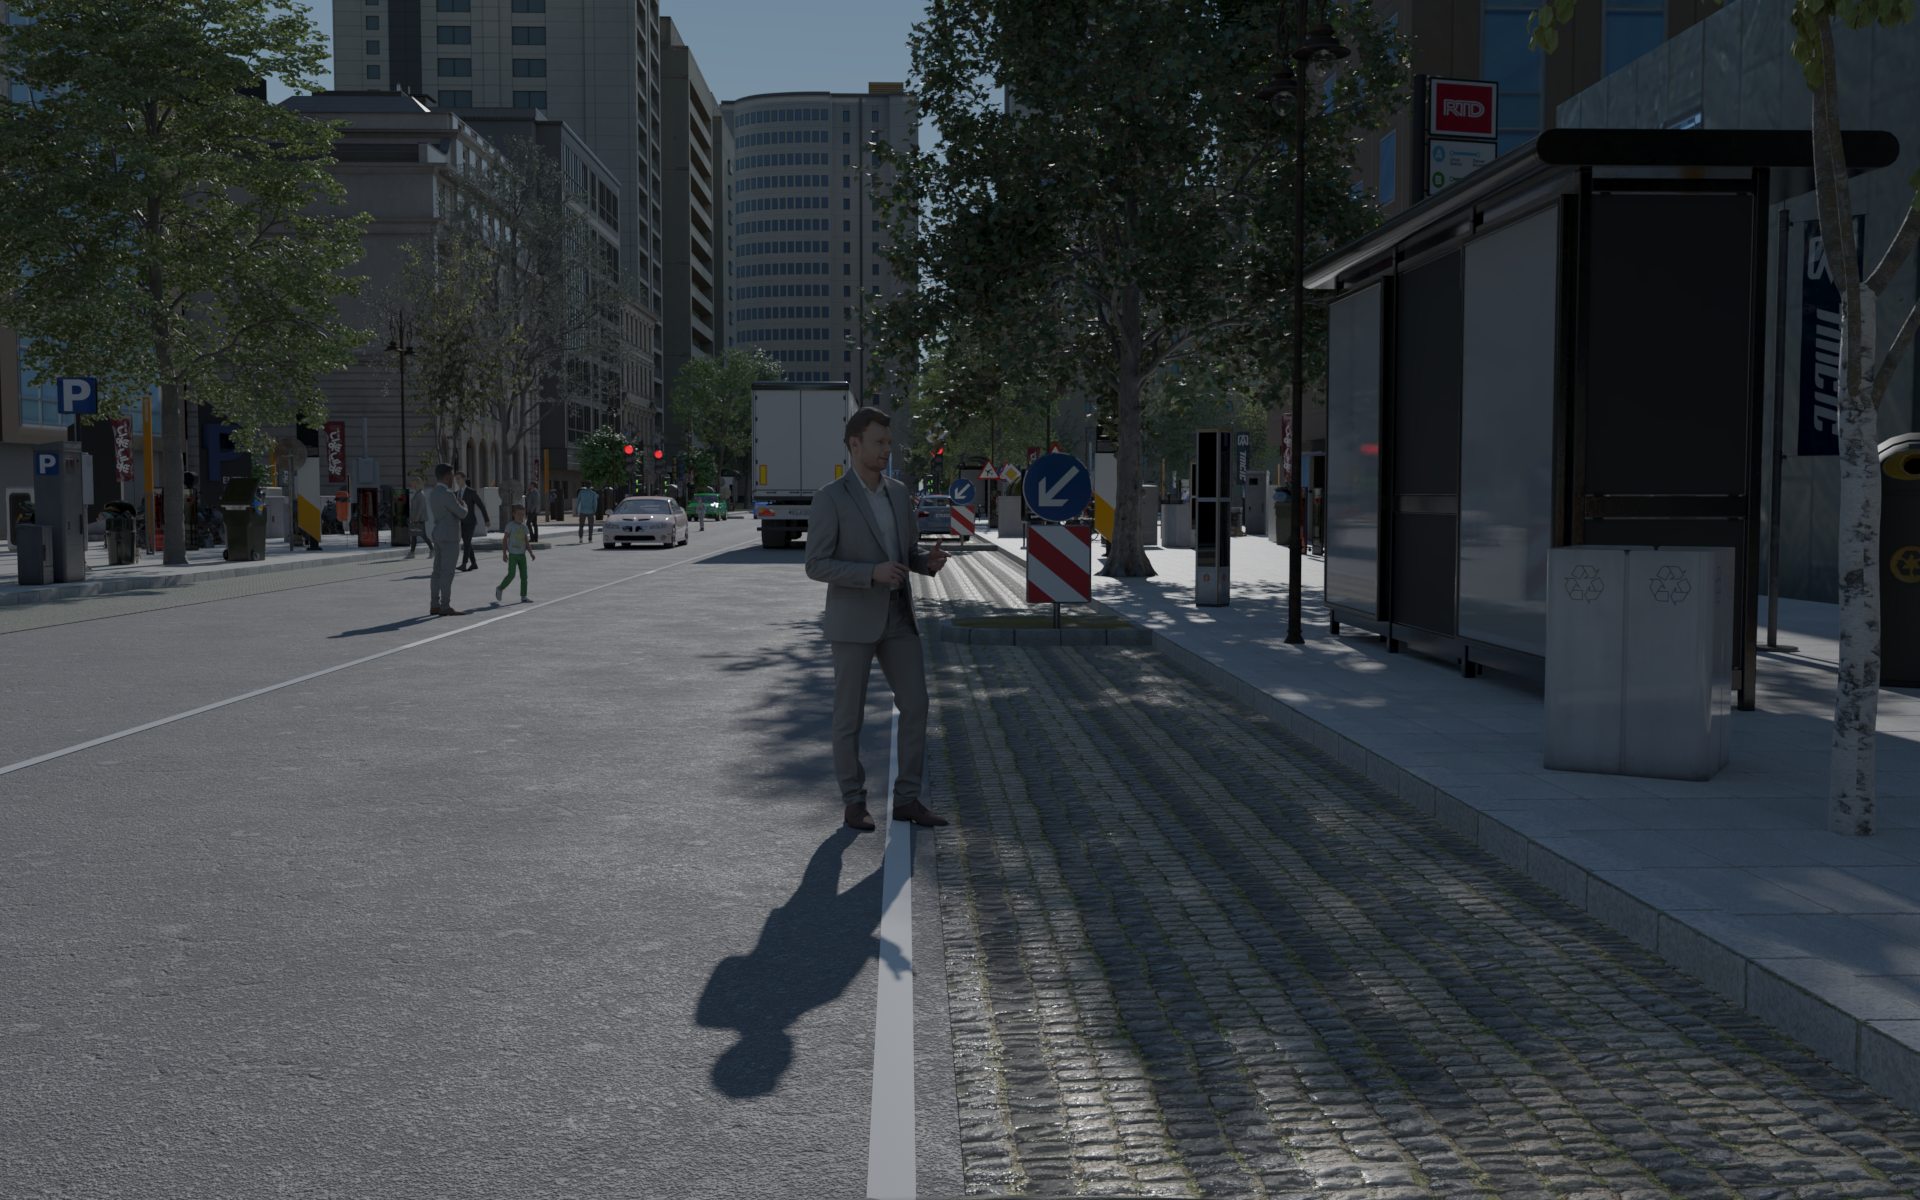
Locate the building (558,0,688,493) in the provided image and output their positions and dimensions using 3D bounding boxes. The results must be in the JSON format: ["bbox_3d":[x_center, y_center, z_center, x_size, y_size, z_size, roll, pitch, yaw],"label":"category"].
[{"bbox_3d":[-36.065,-44.049,158.450,20.563,71.187,20.611,0,4,-2],"label":"building"}]

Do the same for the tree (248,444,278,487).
[{"bbox_3d":[-24.424,-3.974,59.575,1.663,3.219,1.824,0,3,0],"label":"tree"}]

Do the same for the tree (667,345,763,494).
[{"bbox_3d":[-16.682,-11.906,120.418,9.928,11.665,9.643,0,3,0],"label":"tree"}]

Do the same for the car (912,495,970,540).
[{"bbox_3d":[-0.600,-2.598,54.472,2.014,1.417,4.499,0,4,-2],"label":"car"}]

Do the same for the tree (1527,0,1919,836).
[{"bbox_3d":[3.194,-3.413,6.166,4.737,8.622,4.395,0,3,0],"label":"tree"}]

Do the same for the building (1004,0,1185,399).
[{"bbox_3d":[15.649,-40.466,203.617,21.231,58.520,28.212,0,4,-2],"label":"building"}]

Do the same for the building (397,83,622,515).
[{"bbox_3d":[-31.717,-19.783,116.955,14.314,27.812,24.014,0,4,-2],"label":"building"}]

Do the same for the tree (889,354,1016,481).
[{"bbox_3d":[-0.434,-13.804,136.060,12.009,13.543,11.850,0,3,0],"label":"tree"}]

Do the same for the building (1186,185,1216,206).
[{"bbox_3d":[31.522,-36.657,249.450,14.200,45.320,14.600,0,4,-2],"label":"building"}]

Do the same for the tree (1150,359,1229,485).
[{"bbox_3d":[18.977,-13.746,142.871,7.486,12.596,7.792,0,3,0],"label":"tree"}]

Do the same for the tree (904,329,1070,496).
[{"bbox_3d":[1.763,-10.042,82.308,7.486,12.596,7.792,0,3,0],"label":"tree"}]

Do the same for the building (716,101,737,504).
[{"bbox_3d":[-38.209,-35.608,205.887,21.600,48.544,21.300,0,4,-2],"label":"building"}]

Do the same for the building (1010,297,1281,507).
[{"bbox_3d":[19.614,-20.263,176.342,27.650,21.520,28.899,0,4,-2],"label":"building"}]

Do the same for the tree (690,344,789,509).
[{"bbox_3d":[-18.262,-14.795,148.555,9.857,13.997,8.962,0,3,0],"label":"tree"}]

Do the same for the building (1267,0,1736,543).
[{"bbox_3d":[16.196,-24.038,43.136,14.600,45.320,14.200,0,4,-2],"label":"building"}]

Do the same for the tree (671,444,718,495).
[{"bbox_3d":[-17.286,-7.928,113.340,4.285,4.588,4.351,0,3,0],"label":"tree"}]

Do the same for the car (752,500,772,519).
[{"bbox_3d":[-11.030,-5.548,100.304,1.945,1.707,3.694,0,4,-2],"label":"car"}]

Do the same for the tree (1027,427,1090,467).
[{"bbox_3d":[2.695,-3.421,50.541,1.663,3.219,1.824,0,3,0],"label":"tree"}]

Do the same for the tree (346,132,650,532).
[{"bbox_3d":[-15.211,-9.038,58.146,12.009,13.543,11.850,0,3,0],"label":"tree"}]

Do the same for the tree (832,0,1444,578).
[{"bbox_3d":[2.723,-6.719,26.866,9.611,12.733,9.660,0,3,0],"label":"tree"}]

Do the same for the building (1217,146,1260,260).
[{"bbox_3d":[43.232,-35.837,209.644,21.600,48.544,21.300,0,4,-2],"label":"building"}]

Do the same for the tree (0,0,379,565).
[{"bbox_3d":[-14.816,-6.925,31.351,7.486,12.596,7.792,0,3,0],"label":"tree"}]

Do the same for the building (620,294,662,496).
[{"bbox_3d":[-30.470,-16.774,138.880,10.561,19.102,19.286,0,4,-2],"label":"building"}]

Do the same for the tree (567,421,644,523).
[{"bbox_3d":[-15.952,-5.771,78.062,4.285,4.588,4.351,0,3,0],"label":"tree"}]

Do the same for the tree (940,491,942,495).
[{"bbox_3d":[-2.240,-14.256,183.454,4.737,8.622,4.395,0,3,0],"label":"tree"}]

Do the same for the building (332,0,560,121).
[{"bbox_3d":[-60.239,-46.911,205.238,20.611,71.187,20.563,0,4,-2],"label":"building"}]

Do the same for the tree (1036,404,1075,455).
[{"bbox_3d":[8.198,-11.691,141.516,4.360,8.622,3.978,0,3,0],"label":"tree"}]

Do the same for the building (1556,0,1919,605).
[{"bbox_3d":[21.558,-42.741,11.492,22.319,86.520,31.000,0,4,-2],"label":"building"}]

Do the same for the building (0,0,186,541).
[{"bbox_3d":[-33.268,-24.501,50.704,14.200,45.320,14.600,0,4,-2],"label":"building"}]

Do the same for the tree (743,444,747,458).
[{"bbox_3d":[-19.190,-17.337,193.827,12.009,13.543,11.850,0,3,0],"label":"tree"}]

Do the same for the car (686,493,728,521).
[{"bbox_3d":[-13.384,-5.062,91.562,1.959,1.807,4.718,0,4,-1],"label":"car"}]

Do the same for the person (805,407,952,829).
[{"bbox_3d":[-0.324,0.080,7.397,0.583,1.804,0.606,3,5,43],"label":"person"}]

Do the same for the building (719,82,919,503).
[{"bbox_3d":[-20.053,-43.343,250.650,28.212,58.520,21.231,0,4,-2],"label":"building"}]

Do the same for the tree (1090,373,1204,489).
[{"bbox_3d":[10.238,-8.840,94.894,4.360,8.622,3.978,0,3,0],"label":"tree"}]

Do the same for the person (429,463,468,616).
[{"bbox_3d":[-6.042,-0.725,20.542,0.511,1.800,0.466,3,4,37],"label":"person"}]

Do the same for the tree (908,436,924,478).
[{"bbox_3d":[-3.668,-17.009,212.506,7.601,10.594,8.767,-3,5,-42],"label":"tree"}]

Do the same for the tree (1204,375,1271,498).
[{"bbox_3d":[16.114,-8.941,96.541,4.360,8.622,3.978,0,3,0],"label":"tree"}]

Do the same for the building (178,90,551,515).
[{"bbox_3d":[-31.040,-15.373,93.154,13.314,21.916,24.055,0,4,-2],"label":"building"}]

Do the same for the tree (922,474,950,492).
[{"bbox_3d":[-1.986,-11.390,169.942,4.285,4.588,4.351,0,3,0],"label":"tree"}]

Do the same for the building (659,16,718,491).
[{"bbox_3d":[-37.522,-34.057,180.536,21.300,48.544,21.600,0,4,-2],"label":"building"}]

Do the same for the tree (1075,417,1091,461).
[{"bbox_3d":[11.328,-10.886,128.346,4.360,8.622,3.978,0,3,0],"label":"tree"}]

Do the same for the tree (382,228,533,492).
[{"bbox_3d":[-14.330,-6.023,48.846,4.360,8.622,3.978,0,3,0],"label":"tree"}]

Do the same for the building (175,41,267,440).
[{"bbox_3d":[-44.802,-15.737,86.986,15.834,23.373,12.332,0,4,-2],"label":"building"}]

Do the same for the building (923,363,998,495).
[{"bbox_3d":[9.089,-25.149,256.229,28.899,21.520,27.650,0,4,-2],"label":"building"}]

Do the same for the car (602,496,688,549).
[{"bbox_3d":[-8.509,-2.126,47.116,2.083,1.381,4.827,0,4,-2],"label":"car"}]
